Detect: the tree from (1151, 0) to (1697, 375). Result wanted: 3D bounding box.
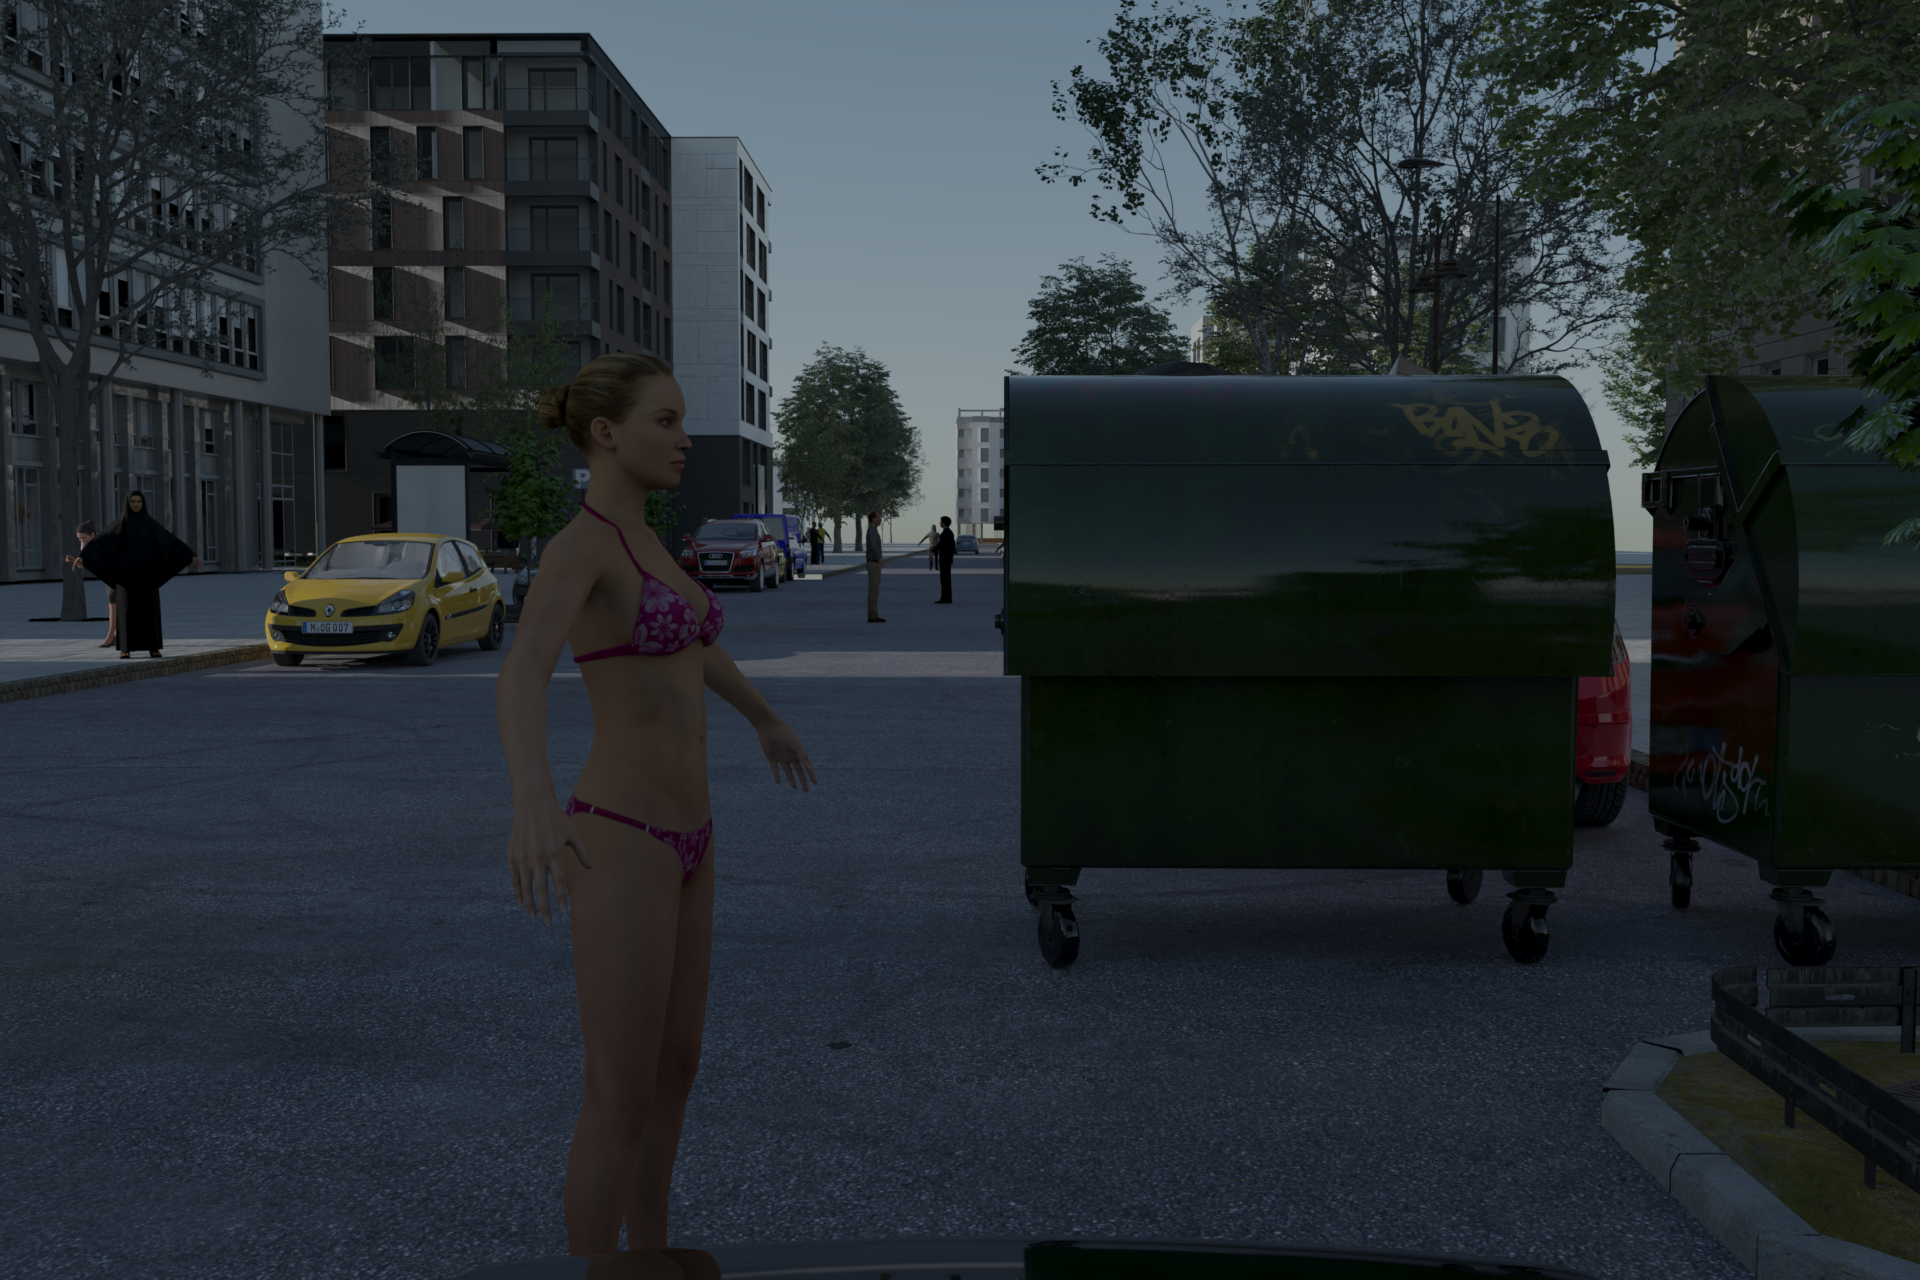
[{"bbox_3d":[8.910,-7.559,33.956,12.009,13.543,11.850,0,3,0],"label":"tree"}]

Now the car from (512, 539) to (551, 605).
[{"bbox_3d":[-6.594,-1.265,30.464,2.009,1.686,4.222,0,4,1],"label":"car"}]

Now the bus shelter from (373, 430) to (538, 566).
[{"bbox_3d":[-10.365,-2.600,36.438,2.014,3.302,5.546,0,4,1],"label":"bus shelter"}]

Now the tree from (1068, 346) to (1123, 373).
[{"bbox_3d":[7.572,-10.439,96.434,9.928,11.665,9.643,0,3,0],"label":"tree"}]

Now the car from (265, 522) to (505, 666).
[{"bbox_3d":[-6.564,-0.598,20.009,2.015,1.641,3.980,0,4,1],"label":"car"}]

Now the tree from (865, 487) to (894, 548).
[{"bbox_3d":[-7.095,-12.823,160.011,4.360,8.622,3.978,0,3,0],"label":"tree"}]

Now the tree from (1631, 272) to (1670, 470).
[{"bbox_3d":[26.305,-8.610,58.898,7.486,12.596,7.792,0,3,0],"label":"tree"}]

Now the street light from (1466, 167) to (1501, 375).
[{"bbox_3d":[7.191,-2.996,21.533,1.470,5.913,1.316,0,4,1],"label":"street light"}]

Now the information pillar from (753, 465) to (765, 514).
[{"bbox_3d":[-6.871,-4.158,59.294,0.184,3.620,1.656,0,4,1],"label":"information pillar"}]

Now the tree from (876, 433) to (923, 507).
[{"bbox_3d":[-7.400,-13.861,152.378,9.928,11.665,9.643,0,3,0],"label":"tree"}]

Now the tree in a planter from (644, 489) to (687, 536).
[{"bbox_3d":[-6.581,-2.333,35.371,1.991,3.239,1.994,0,4,1],"label":"tree in a planter"}]

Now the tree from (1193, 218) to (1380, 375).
[{"bbox_3d":[11.669,-8.860,62.990,7.486,12.596,7.792,0,3,0],"label":"tree"}]

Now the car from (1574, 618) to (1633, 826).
[{"bbox_3d":[2.348,-0.058,9.992,2.155,1.783,4.494,0,4,1],"label":"car"}]

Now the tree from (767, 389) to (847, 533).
[{"bbox_3d":[-8.245,-8.455,88.606,4.360,8.622,3.978,0,3,0],"label":"tree"}]

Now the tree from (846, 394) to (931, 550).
[{"bbox_3d":[-7.437,-14.135,141.482,12.009,13.543,11.850,0,3,0],"label":"tree"}]

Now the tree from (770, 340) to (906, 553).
[{"bbox_3d":[-8.098,-12.774,115.515,9.857,13.997,8.962,0,3,0],"label":"tree"}]

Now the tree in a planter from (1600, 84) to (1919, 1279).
[{"bbox_3d":[2.535,-0.396,3.692,1.991,3.239,1.994,0,4,1],"label":"tree in a planter"}]

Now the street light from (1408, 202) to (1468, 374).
[{"bbox_3d":[6.732,-3.167,24.561,0.468,5.910,1.993,0,4,1],"label":"street light"}]

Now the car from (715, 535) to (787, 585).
[{"bbox_3d":[-6.011,-2.415,49.715,2.015,1.641,3.980,0,4,1],"label":"car"}]

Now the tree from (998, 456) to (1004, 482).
[{"bbox_3d":[8.553,-15.327,160.963,12.009,13.543,11.850,0,3,0],"label":"tree"}]

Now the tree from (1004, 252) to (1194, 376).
[{"bbox_3d":[6.857,-10.512,78.532,9.857,13.997,8.962,0,3,0],"label":"tree"}]

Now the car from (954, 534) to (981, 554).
[{"bbox_3d":[0.457,-6.794,123.092,2.014,1.417,4.499,0,4,0],"label":"car"}]

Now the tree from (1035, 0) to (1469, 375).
[{"bbox_3d":[8.535,-11.836,49.401,12.611,20.169,13.585,0,3,0],"label":"tree"}]

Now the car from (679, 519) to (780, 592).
[{"bbox_3d":[-5.845,-2.179,44.294,2.281,1.827,5.304,0,4,1],"label":"car"}]

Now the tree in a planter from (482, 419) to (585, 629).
[{"bbox_3d":[-6.722,-1.817,26.935,1.991,3.239,1.994,0,4,2],"label":"tree in a planter"}]

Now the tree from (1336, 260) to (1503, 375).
[{"bbox_3d":[18.907,-9.438,72.438,7.486,12.596,7.792,0,3,0],"label":"tree"}]

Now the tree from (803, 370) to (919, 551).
[{"bbox_3d":[-7.685,-13.640,129.674,9.857,13.997,8.962,0,3,0],"label":"tree"}]

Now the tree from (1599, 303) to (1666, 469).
[{"bbox_3d":[29.003,-8.728,68.461,9.928,11.665,9.643,0,3,0],"label":"tree"}]

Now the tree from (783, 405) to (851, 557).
[{"bbox_3d":[-7.959,-9.063,98.548,4.737,8.622,4.395,0,3,0],"label":"tree"}]

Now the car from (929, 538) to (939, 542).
[{"bbox_3d":[-1.411,-7.637,134.651,2.009,1.686,4.222,0,4,1],"label":"car"}]

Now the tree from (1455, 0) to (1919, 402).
[{"bbox_3d":[7.847,-5.919,14.900,7.486,12.596,7.792,0,3,0],"label":"tree"}]
